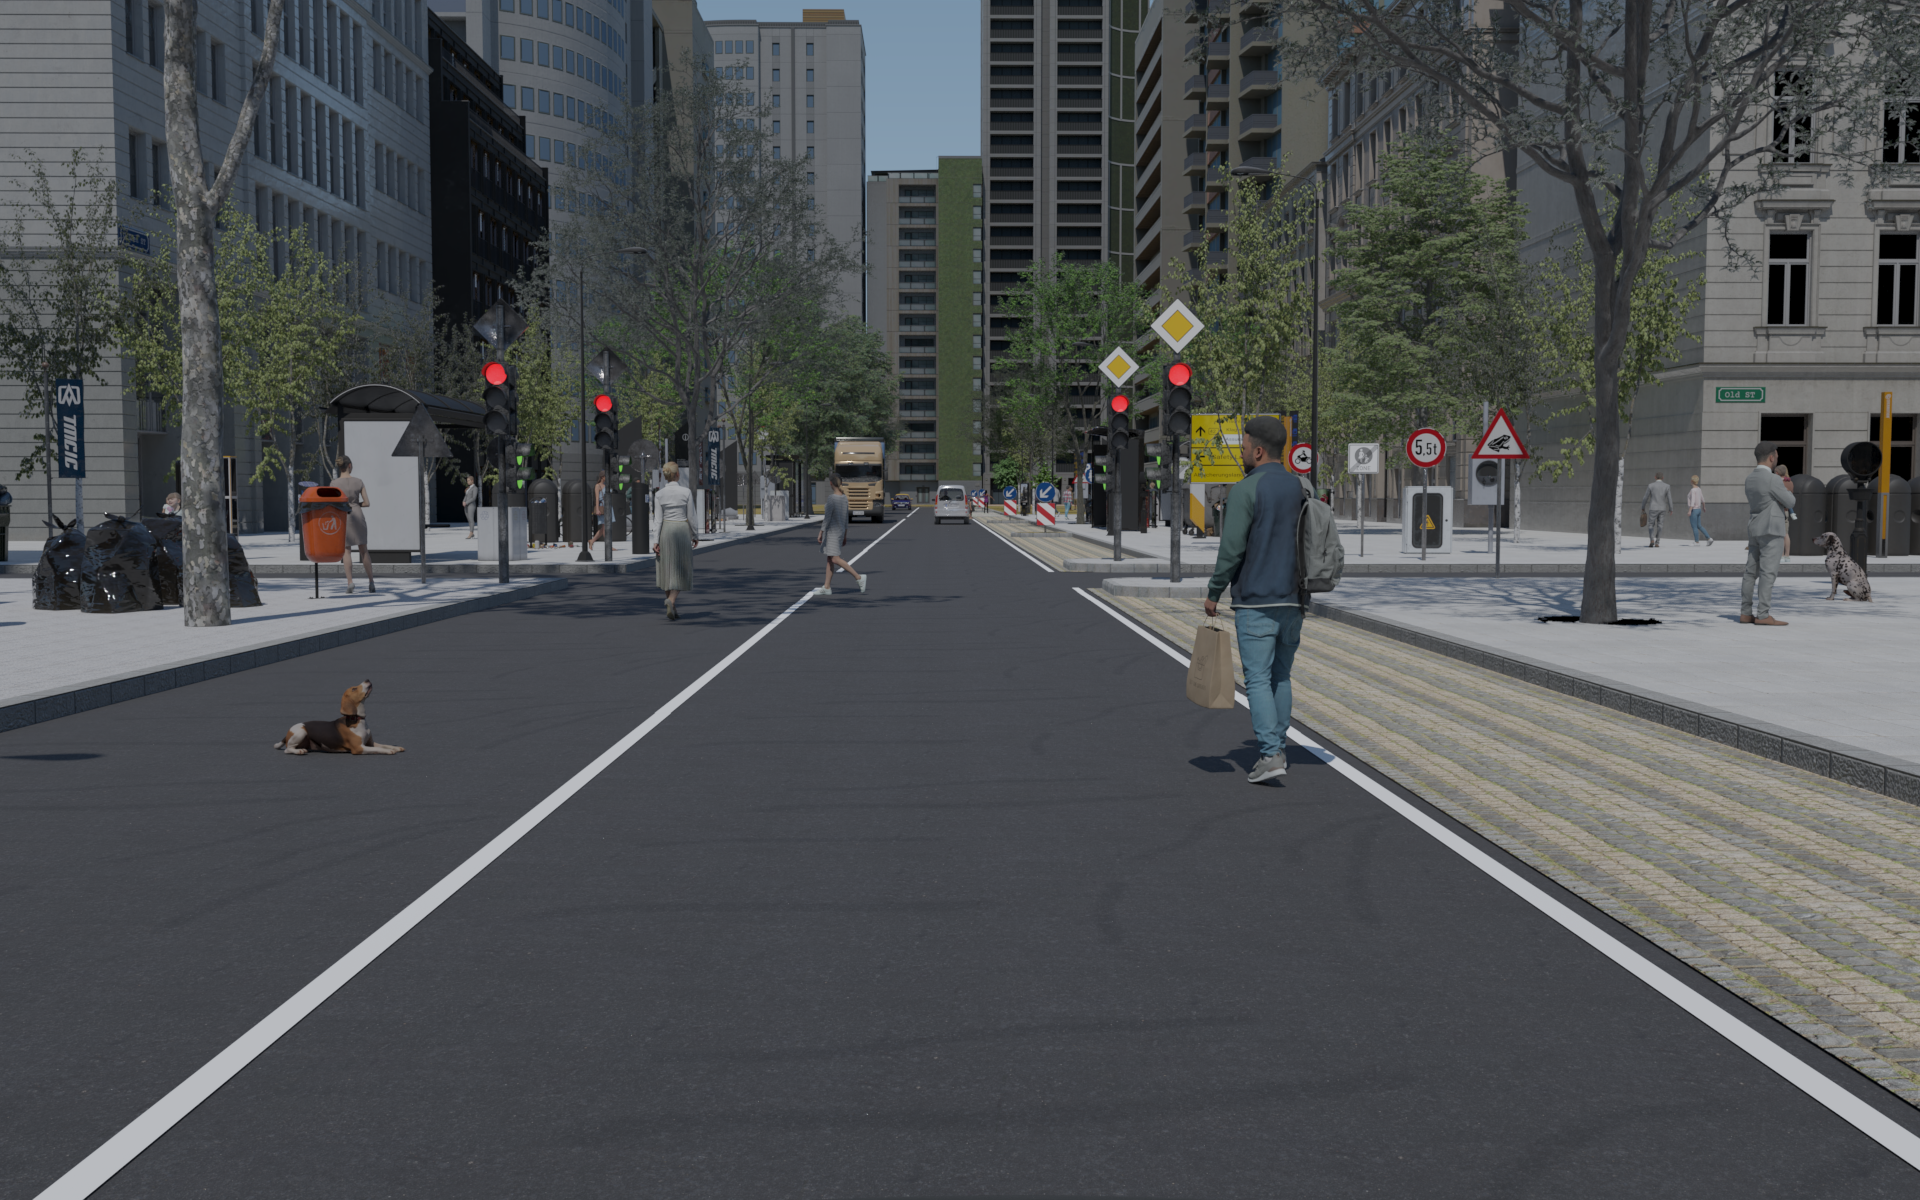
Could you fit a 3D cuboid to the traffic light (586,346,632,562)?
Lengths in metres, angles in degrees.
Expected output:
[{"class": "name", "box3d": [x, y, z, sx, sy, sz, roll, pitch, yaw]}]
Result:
[{"class": "traffic light", "box3d": [-6.670, -2.686, 32.844, 0.839, 4.253, 0.868, 0, 4, -1]}]

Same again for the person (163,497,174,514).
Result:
[{"class": "person", "box3d": [-20.910, -2.129, 45.871, 0.505, 1.210, 0.382, -3, 5, -44]}]

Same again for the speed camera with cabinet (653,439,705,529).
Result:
[{"class": "speed camera with cabinet", "box3d": [-10.080, -4.175, 62.592, 2.038, 3.252, 0.660, -3, 5, -39]}]

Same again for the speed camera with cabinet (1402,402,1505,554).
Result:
[{"class": "speed camera with cabinet", "box3d": [10.561, -2.615, 37.086, 2.038, 3.252, 0.660, 0, 4, 7]}]

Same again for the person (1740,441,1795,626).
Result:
[{"class": "person", "box3d": [7.959, -0.659, 17.006, 0.466, 1.800, 0.511, -1, 4, -21]}]

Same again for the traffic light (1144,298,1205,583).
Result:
[{"class": "traffic light", "box3d": [3.102, -2.207, 25.010, 0.839, 4.253, 0.868, 0, 4, -1]}]

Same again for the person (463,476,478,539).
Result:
[{"class": "person", "box3d": [-14.028, -2.634, 49.387, 0.520, 1.790, 0.573, 2, 4, 31]}]

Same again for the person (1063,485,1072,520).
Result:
[{"class": "person", "box3d": [5.357, -4.877, 86.616, 0.643, 1.720, 0.563, -3, 4, -38]}]

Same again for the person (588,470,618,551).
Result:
[{"class": "person", "box3d": [-8.068, -2.007, 38.959, 0.778, 1.811, 0.616, 1, 4, 21]}]

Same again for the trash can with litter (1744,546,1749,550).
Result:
[{"class": "trash can with litter", "box3d": [17.681, -1.604, 37.610, 1.055, 1.170, 0.624, 0, 4, -2]}]

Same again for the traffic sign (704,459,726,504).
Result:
[{"class": "traffic sign", "box3d": [-8.497, -3.667, 60.056, 0.768, 2.556, 0.104, 0, 4, 4]}]

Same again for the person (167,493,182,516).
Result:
[{"class": "person", "box3d": [-11.004, -0.862, 24.409, 0.425, 1.301, 0.394, 0, 4, 4]}]

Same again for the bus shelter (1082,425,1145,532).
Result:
[{"class": "bus shelter", "box3d": [5.483, -4.332, 62.112, 1.731, 3.624, 6.357, 0, 4, -1]}]

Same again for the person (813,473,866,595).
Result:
[{"class": "person", "box3d": [-1.715, -0.939, 24.609, 0.760, 1.731, 0.466, 0, 4, -4]}]

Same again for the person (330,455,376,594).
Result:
[{"class": "person", "box3d": [-7.835, -0.974, 22.307, 0.599, 1.781, 0.374, -2, 4, -31]}]

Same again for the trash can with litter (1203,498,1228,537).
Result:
[{"class": "trash can with litter", "box3d": [7.652, -2.479, 51.926, 0.624, 1.170, 1.055, -2, 4, -33]}]

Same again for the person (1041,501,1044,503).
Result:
[{"class": "person", "box3d": [6.529, -7.853, 135.162, 0.721, 1.736, 1.217, -2, 4, -24]}]

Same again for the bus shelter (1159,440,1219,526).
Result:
[{"class": "bus shelter", "box3d": [8.698, -4.409, 66.006, 2.014, 3.302, 5.546, 0, 4, -1]}]

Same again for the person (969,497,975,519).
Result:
[{"class": "person", "box3d": [0.680, -5.255, 99.082, 0.373, 1.253, 0.362, 2, 4, 34]}]

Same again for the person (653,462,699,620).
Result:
[{"class": "person", "box3d": [-3.261, -0.671, 19.701, 0.478, 1.798, 0.641, 1, 4, 11]}]

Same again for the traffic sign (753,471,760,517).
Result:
[{"class": "traffic sign", "box3d": [-11.313, -5.841, 95.508, 0.884, 2.594, 0.081, 0, 4, 2]}]

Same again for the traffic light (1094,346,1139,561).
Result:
[{"class": "traffic light", "box3d": [2.991, -2.696, 32.995, 0.839, 4.253, 0.868, 0, 4, -1]}]

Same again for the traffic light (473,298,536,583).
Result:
[{"class": "traffic light", "box3d": [-6.558, -2.198, 24.859, 0.839, 4.253, 0.868, 0, 4, -1]}]

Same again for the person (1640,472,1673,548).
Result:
[{"class": "person", "box3d": [16.734, -2.168, 41.614, 0.709, 1.813, 0.853, 1, 4, 13]}]

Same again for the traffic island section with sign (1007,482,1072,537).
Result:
[{"class": "traffic island section with sign", "box3d": [2.698, -3.002, 57.705, 1.989, 1.847, 2.006, 0, 4, -1]}]

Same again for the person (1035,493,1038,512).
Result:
[{"class": "person", "box3d": [5.639, -7.270, 125.354, 0.568, 1.767, 0.683, -2, 4, -33]}]

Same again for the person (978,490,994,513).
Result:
[{"class": "person", "box3d": [1.951, -7.272, 128.085, 1.217, 1.739, 0.721, 1, 4, 12]}]

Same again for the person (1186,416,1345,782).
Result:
[{"class": "person", "box3d": [1.500, -0.013, 8.700, 0.794, 1.824, 0.713, 0, 4, -8]}]

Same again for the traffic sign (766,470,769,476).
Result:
[{"class": "traffic sign", "box3d": [-9.731, -5.461, 89.387, 0.768, 2.556, 0.104, 0, 4, 0]}]

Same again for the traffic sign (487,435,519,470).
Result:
[{"class": "traffic sign", "box3d": [-9.831, -2.280, 37.384, 0.768, 2.556, 0.104, 0, 4, 0]}]

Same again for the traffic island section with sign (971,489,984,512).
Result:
[{"class": "traffic island section with sign", "box3d": [1.617, -7.720, 134.854, 1.989, 1.847, 2.006, 0, 4, -1]}]

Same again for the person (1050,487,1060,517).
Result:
[{"class": "person", "box3d": [5.370, -5.560, 96.800, 0.795, 1.843, 0.661, 3, 5, 44]}]

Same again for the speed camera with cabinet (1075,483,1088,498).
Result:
[{"class": "speed camera with cabinet", "box3d": [7.441, -6.255, 96.608, 2.038, 3.252, 0.660, 0, 4, -6]}]

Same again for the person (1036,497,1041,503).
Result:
[{"class": "person", "box3d": [5.359, -6.816, 118.303, 0.721, 1.723, 1.217, -1, 4, -9]}]

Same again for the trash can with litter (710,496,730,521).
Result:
[{"class": "trash can with litter", "box3d": [-11.468, -4.359, 82.319, 1.678, 1.210, 2.233, -1, 4, -23]}]

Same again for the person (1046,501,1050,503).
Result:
[{"class": "person", "box3d": [7.840, -9.082, 154.534, 1.348, 1.824, 0.705, -2, 4, -34]}]

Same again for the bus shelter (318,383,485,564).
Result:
[{"class": "bus shelter", "box3d": [-10.715, -2.476, 34.404, 2.014, 3.302, 5.546, 0, 4, -1]}]

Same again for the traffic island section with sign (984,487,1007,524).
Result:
[{"class": "traffic island section with sign", "box3d": [2.310, -4.650, 84.658, 1.989, 1.847, 2.006, 0, 4, -1]}]

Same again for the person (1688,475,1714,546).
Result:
[{"class": "person", "box3d": [18.150, -2.182, 42.395, 0.598, 1.740, 0.731, 2, 4, 32]}]

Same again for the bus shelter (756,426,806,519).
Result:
[{"class": "bus shelter", "box3d": [-9.684, -7.119, 94.025, 2.179, 5.291, 8.768, 0, 4, -1]}]

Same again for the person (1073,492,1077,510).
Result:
[{"class": "person", "box3d": [9.362, -8.191, 139.960, 1.348, 1.824, 0.705, 3, 5, 43]}]

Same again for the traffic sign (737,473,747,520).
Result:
[{"class": "traffic sign", "box3d": [-10.519, -5.018, 84.167, 0.606, 2.300, 0.079, 0, 4, 2]}]

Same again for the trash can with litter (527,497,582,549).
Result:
[{"class": "trash can with litter", "box3d": [-9.698, -1.849, 41.297, 1.678, 1.210, 2.233, 2, 4, 30]}]

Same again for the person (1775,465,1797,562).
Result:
[{"class": "person", "box3d": [15.456, -1.627, 32.612, 0.573, 1.828, 0.580, 1, 4, 13]}]

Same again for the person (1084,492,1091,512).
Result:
[{"class": "person", "box3d": [8.879, -7.008, 121.445, 1.217, 1.723, 0.721, 0, 4, -2]}]

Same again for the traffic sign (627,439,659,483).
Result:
[{"class": "traffic sign", "box3d": [-7.361, -2.454, 40.232, 0.768, 2.556, 0.104, 0, 4, 6]}]

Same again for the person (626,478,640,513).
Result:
[{"class": "person", "box3d": [-10.666, -3.131, 57.222, 0.794, 1.824, 0.713, -2, 4, -33]}]

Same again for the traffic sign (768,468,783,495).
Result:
[{"class": "traffic sign", "box3d": [-8.905, -5.107, 83.599, 0.768, 2.556, 0.104, 0, 4, 1]}]

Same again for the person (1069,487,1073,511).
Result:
[{"class": "person", "box3d": [8.612, -7.831, 134.166, 0.705, 1.812, 1.348, 0, 4, 7]}]

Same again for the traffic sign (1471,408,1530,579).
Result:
[{"class": "traffic sign", "box3d": [8.162, -1.604, 26.230, 0.884, 2.594, 0.081, 0, 4, 0]}]

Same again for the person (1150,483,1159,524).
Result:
[{"class": "person", "box3d": [8.360, -4.181, 74.822, 0.576, 1.772, 0.534, -2, 4, -35]}]
